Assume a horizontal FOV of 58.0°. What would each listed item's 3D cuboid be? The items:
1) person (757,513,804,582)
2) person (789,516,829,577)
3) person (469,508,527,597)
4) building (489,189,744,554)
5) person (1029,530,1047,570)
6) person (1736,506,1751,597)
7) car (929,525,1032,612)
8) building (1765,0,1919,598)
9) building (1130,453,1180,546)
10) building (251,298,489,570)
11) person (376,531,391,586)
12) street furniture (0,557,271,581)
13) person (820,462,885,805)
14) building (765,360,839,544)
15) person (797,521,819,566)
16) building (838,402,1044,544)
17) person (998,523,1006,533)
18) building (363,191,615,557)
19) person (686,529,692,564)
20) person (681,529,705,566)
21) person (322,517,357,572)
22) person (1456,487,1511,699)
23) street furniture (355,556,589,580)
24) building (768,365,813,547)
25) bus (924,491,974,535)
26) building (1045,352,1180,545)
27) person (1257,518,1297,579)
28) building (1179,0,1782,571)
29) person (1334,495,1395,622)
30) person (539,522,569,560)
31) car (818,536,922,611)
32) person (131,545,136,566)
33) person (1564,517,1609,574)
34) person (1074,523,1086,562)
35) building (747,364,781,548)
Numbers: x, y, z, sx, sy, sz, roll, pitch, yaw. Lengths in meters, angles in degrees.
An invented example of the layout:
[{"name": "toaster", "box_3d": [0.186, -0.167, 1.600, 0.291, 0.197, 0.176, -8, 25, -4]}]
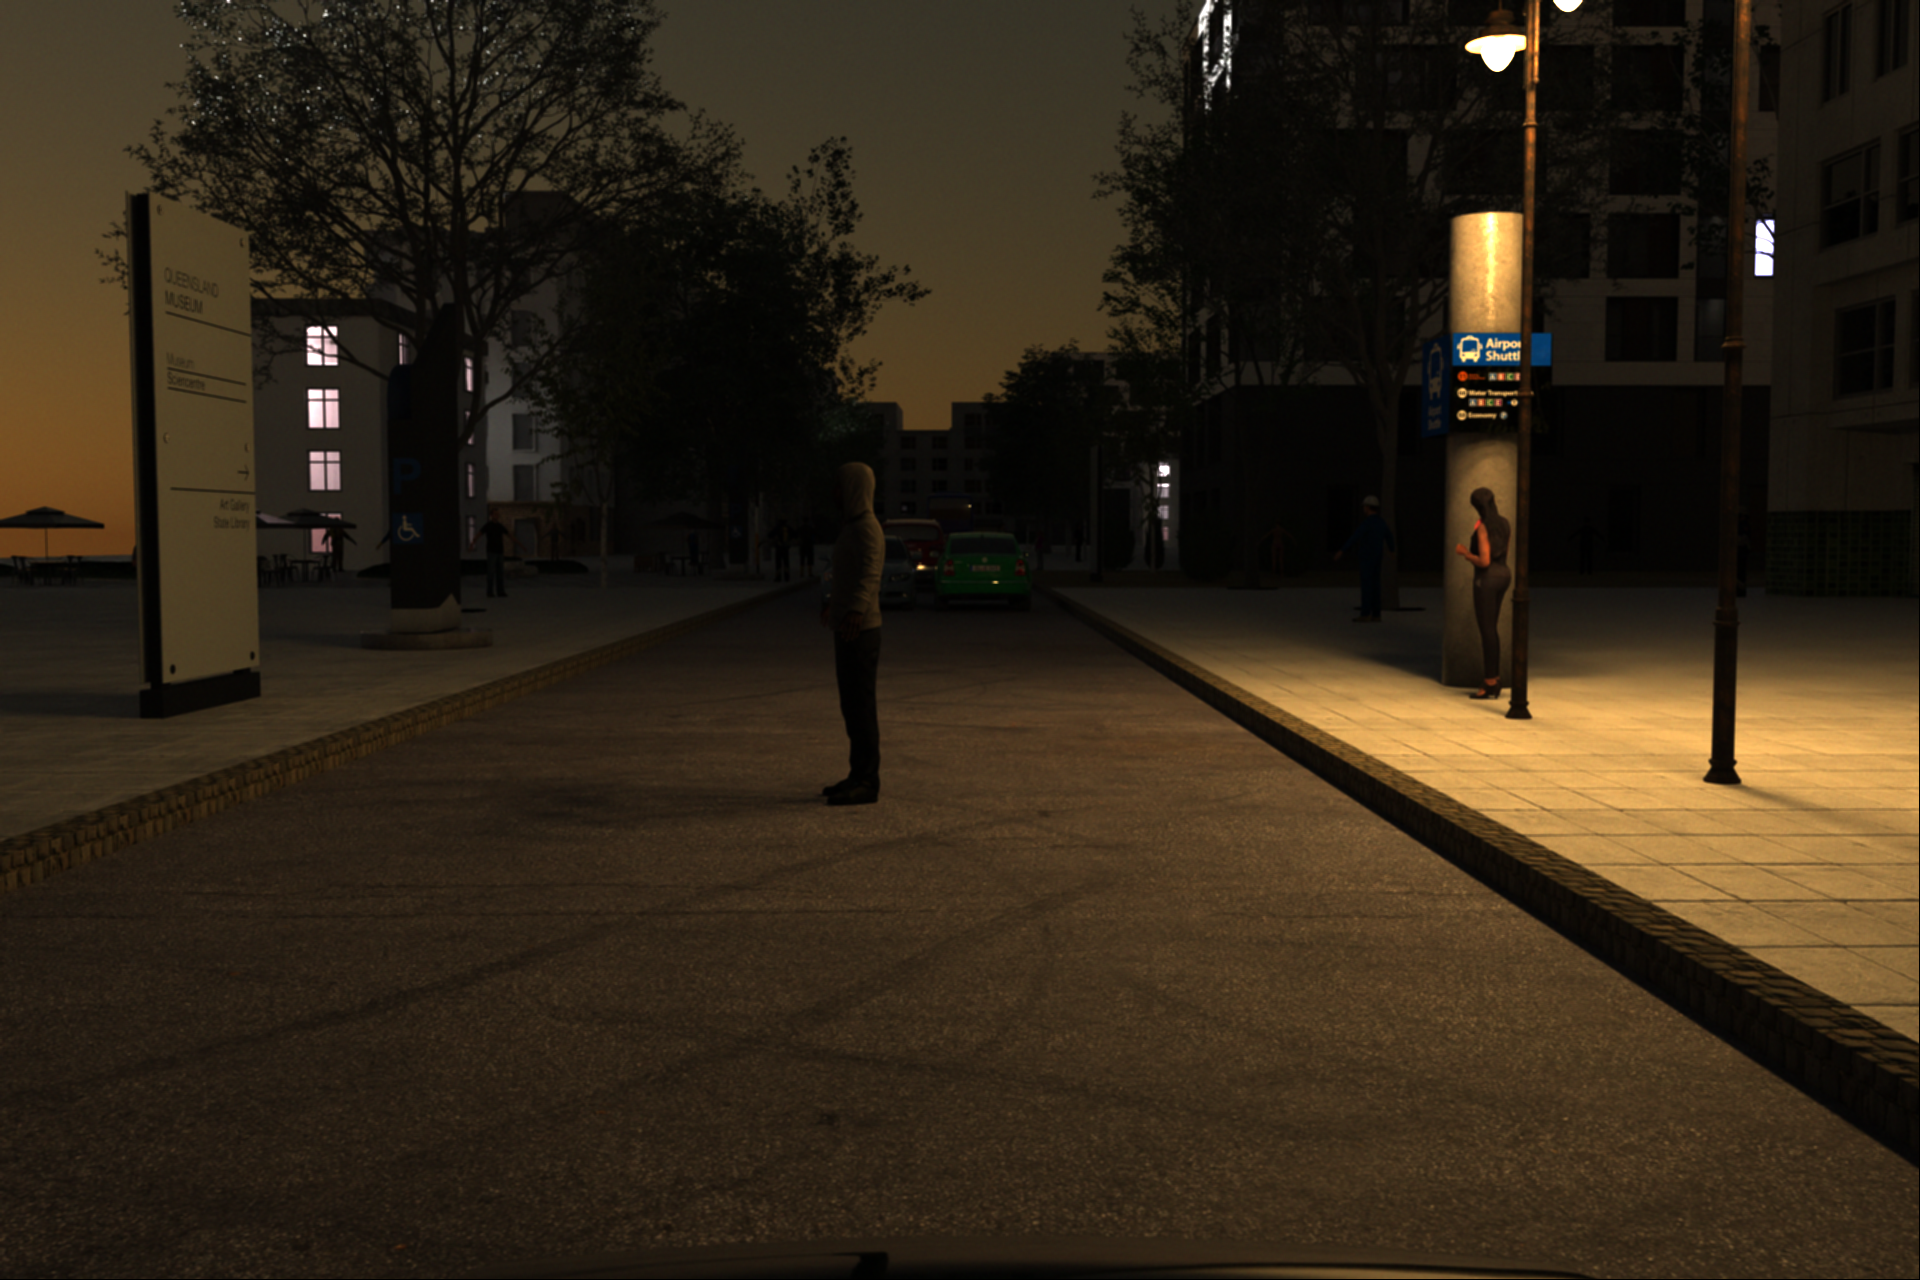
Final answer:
[{"name": "person", "box_3d": [-4.792, -2.497, 46.610, 1.354, 1.856, 0.705, -2, 4, -27]}, {"name": "person", "box_3d": [-4.602, -2.794, 51.821, 1.346, 1.812, 0.704, 0, 4, 7]}, {"name": "person", "box_3d": [-9.459, -1.779, 35.309, 0.705, 1.803, 1.348, 3, 5, 42]}, {"name": "building", "box_3d": [-25.372, -17.671, 119.850, 19.493, 23.208, 18.063, 0, 4, 0]}, {"name": "person", "box_3d": [2.787, -3.192, 61.451, 0.599, 1.433, 0.991, 3, 5, 41]}, {"name": "person", "box_3d": [15.913, -1.804, 35.358, 0.704, 1.845, 1.351, 1, 4, 19]}, {"name": "car", "box_3d": [0.387, -1.506, 33.414, 1.959, 1.807, 4.718, 0, 4, -2]}, {"name": "building", "box_3d": [25.688, -9.429, 20.625, 16.747, 18.905, 31.486, 0, 4, -1]}, {"name": "building", "box_3d": [23.430, -14.526, 179.654, 9.099, 9.664, 28.070, 0, 4, 0]}, {"name": "building", "box_3d": [-25.158, -8.177, 75.838, 9.099, 9.664, 28.070, 0, 3, 0]}, {"name": "person", "box_3d": [-13.965, -2.259, 42.900, 0.705, 1.833, 1.349, 1, 4, 16]}, {"name": "street furniture", "box_3d": [-25.296, -2.159, 50.927, 10.072, 0.657, 5.734, 1, 4, 23]}, {"name": "person", "box_3d": [-0.584, -0.044, 9.304, 0.705, 1.813, 1.348, -1, 4, -9]}, {"name": "building", "box_3d": [-29.846, -22.547, 212.620, 27.936, 21.610, 32.646, 0, 4, 0]}, {"name": "person", "box_3d": [-6.138, -3.939, 70.524, 0.704, 1.817, 1.347, 2, 4, 33]}, {"name": "building", "box_3d": [-0.952, -22.603, 238.479, 31.486, 18.905, 16.747, 0, 4, 1]}, {"name": "person", "box_3d": [1.452, -3.091, 59.175, 1.347, 1.806, 0.705, -3, 5, -44]}, {"name": "building", "box_3d": [-26.729, -14.704, 96.832, 16.016, 20.090, 11.380, 0, 4, -1]}, {"name": "person", "box_3d": [-11.333, -4.084, 72.998, 0.704, 1.802, 1.346, -1, 4, -18]}, {"name": "person", "box_3d": [-10.793, -3.942, 70.307, 1.347, 1.847, 0.705, 3, 5, 39]}, {"name": "person", "box_3d": [-21.189, -3.254, 58.974, 1.354, 1.858, 0.705, 1, 4, 16]}, {"name": "person", "box_3d": [4.091, -0.370, 13.561, 0.415, 1.643, 0.593, 0, 4, 2]}, {"name": "street furniture", "box_3d": [-14.898, -2.324, 53.631, 5.734, 0.657, 10.072, 0, 4, 3]}, {"name": "building", "box_3d": [-26.224, -21.742, 186.412, 19.493, 23.208, 18.063, 0, 4, 0]}, {"name": "bus", "box_3d": [-0.635, -6.540, 98.473, 2.896, 3.916, 12.251, 0, 4, -1]}, {"name": "building", "box_3d": [24.119, -22.459, 211.178, 27.936, 21.610, 32.646, 0, 4, -1]}, {"name": "person", "box_3d": [9.070, -2.616, 49.580, 1.217, 1.733, 0.721, -1, 4, -8]}, {"name": "building", "box_3d": [23.238, -14.173, 75.703, 27.936, 21.610, 32.646, 0, 4, 0]}, {"name": "person", "box_3d": [5.977, -1.188, 25.304, 1.347, 1.842, 0.705, -3, 5, -39]}, {"name": "person", "box_3d": [-18.008, -4.318, 76.870, 1.348, 1.796, 0.705, 0, 4, 4]}, {"name": "car", "box_3d": [-1.740, -1.338, 33.884, 2.014, 1.417, 4.499, 0, 4, -1]}, {"name": "person", "box_3d": [-13.626, -1.408, 29.614, 0.990, 1.755, 0.434, -2, 4, -23]}, {"name": "person", "box_3d": [19.915, -3.005, 55.062, 1.347, 1.837, 0.705, 1, 4, 17]}, {"name": "person", "box_3d": [5.543, -4.552, 80.609, 0.705, 1.806, 1.347, 1, 4, 23]}, {"name": "building", "box_3d": [-27.251, -20.451, 165.308, 19.493, 23.208, 18.063, 0, 4, -1]}]
